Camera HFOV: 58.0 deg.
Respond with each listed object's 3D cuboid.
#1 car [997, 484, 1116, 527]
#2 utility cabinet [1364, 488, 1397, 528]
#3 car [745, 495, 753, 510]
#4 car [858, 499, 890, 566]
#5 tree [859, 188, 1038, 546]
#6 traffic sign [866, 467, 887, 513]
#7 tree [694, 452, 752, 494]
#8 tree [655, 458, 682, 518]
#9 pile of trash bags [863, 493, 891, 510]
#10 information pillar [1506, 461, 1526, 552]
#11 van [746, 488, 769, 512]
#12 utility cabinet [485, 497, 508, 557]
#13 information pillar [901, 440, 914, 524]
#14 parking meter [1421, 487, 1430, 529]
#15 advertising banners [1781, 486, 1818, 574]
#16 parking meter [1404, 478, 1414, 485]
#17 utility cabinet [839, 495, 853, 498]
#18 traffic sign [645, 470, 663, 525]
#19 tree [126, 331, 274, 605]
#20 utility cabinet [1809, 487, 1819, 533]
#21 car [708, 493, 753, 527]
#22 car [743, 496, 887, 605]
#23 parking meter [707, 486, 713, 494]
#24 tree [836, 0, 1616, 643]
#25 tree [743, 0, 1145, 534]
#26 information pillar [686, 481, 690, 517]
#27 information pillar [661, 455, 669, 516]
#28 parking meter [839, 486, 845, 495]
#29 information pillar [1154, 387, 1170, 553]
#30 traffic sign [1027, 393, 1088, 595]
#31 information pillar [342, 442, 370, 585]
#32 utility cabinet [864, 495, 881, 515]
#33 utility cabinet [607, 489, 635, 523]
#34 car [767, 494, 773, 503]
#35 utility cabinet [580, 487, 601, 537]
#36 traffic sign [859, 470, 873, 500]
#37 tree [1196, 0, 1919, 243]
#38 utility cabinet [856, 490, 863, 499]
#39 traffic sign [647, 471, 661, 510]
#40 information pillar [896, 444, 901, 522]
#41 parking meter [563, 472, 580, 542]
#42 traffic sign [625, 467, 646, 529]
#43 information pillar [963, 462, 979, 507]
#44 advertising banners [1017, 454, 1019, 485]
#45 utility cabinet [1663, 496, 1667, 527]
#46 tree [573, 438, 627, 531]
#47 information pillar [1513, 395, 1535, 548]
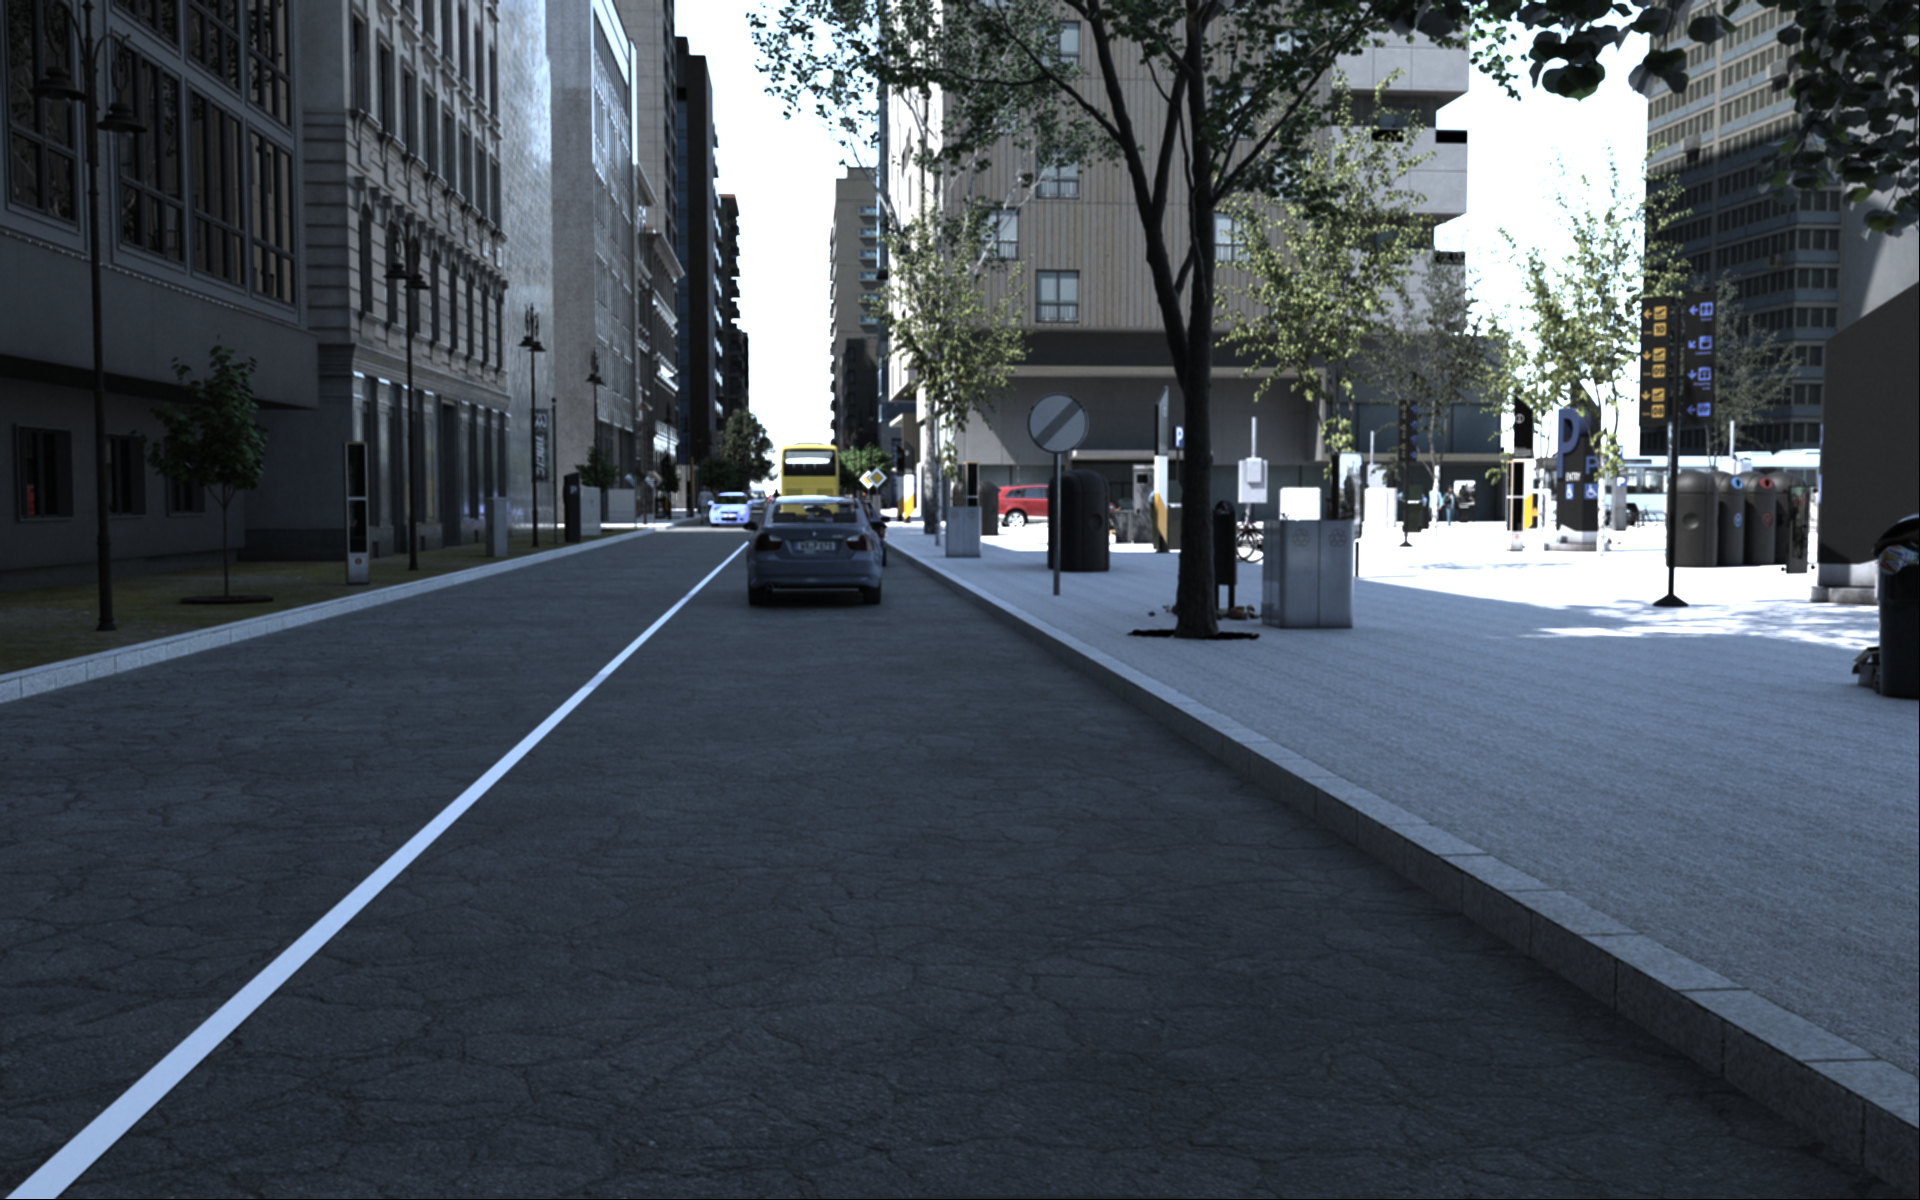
[{"bbox_3d":[3.595,-3.679,68.816,5.304,1.827,2.281,0,4,-5],"label":"car"},{"bbox_3d":[15.967,-3.491,65.749,1.173,1.500,0.318,2,4,35],"label":"utility cabinet"},{"bbox_3d":[-13.991,-5.920,108.801,2.014,1.417,4.499,0,4,-5],"label":"car"},{"bbox_3d":[-2.402,-1.417,35.747,1.945,1.354,3.894,0,4,-4],"label":"car"},{"bbox_3d":[-0.294,-5.650,42.734,4.737,8.622,4.395,0,3,0],"label":"tree"},{"bbox_3d":[-3.104,-3.732,64.658,0.795,2.450,0.064,0,4,-5],"label":"traffic sign"},{"bbox_3d":[-19.038,-9.196,134.073,4.285,4.588,4.351,0,3,0],"label":"tree"},{"bbox_3d":[-15.404,-5.981,92.391,1.663,3.219,1.824,0,3,0],"label":"tree"},{"bbox_3d":[-7.305,-8.249,144.622,1.912,1.369,3.447,-3,4,-38],"label":"pile of trash bags"},{"bbox_3d":[12.333,-2.078,38.461,0.304,2.012,0.304,0,4,-4],"label":"information pillar"},{"bbox_3d":[-14.891,-7.298,126.326,2.013,2.044,4.112,0,4,-4],"label":"van"},{"bbox_3d":[-9.555,-1.498,35.661,0.306,1.237,1.020,-2,4,-24],"label":"utility cabinet"},{"bbox_3d":[-2.201,-5.106,74.832,0.504,3.616,0.183,3,4,36],"label":"information pillar"},{"bbox_3d":[16.877,-3.337,62.967,0.372,1.533,0.369,0,3,0],"label":"parking meter"},{"bbox_3d":[14.110,-1.948,28.031,2.074,3.025,0.090,-2,4,-23],"label":"advertising banners"},{"bbox_3d":[16.454,-3.535,63.501,0.255,1.863,0.399,3,4,37],"label":"parking meter"},{"bbox_3d":[-8.096,-6.823,122.720,1.020,1.237,0.306,1,4,14],"label":"utility cabinet"},{"bbox_3d":[-12.695,-4.170,71.817,0.795,2.450,0.064,0,4,-5],"label":"traffic sign"},{"bbox_3d":[-8.712,-1.593,20.651,1.663,3.219,1.824,0,3,0],"label":"tree"},{"bbox_3d":[27.899,-2.944,56.812,1.173,1.500,0.318,2,4,29],"label":"utility cabinet"},{"bbox_3d":[-10.012,-4.051,75.832,1.945,1.707,3.694,0,4,-5],"label":"car"},{"bbox_3d":[-1.991,-0.721,23.786,2.014,1.417,4.499,0,4,-5],"label":"car"},{"bbox_3d":[-17.261,-6.976,119.773,0.399,1.863,0.255,0,4,-1],"label":"parking meter"},{"bbox_3d":[1.944,-5.468,15.150,9.928,11.665,9.643,0,3,0],"label":"tree"},{"bbox_3d":[0.507,-12.168,54.838,12.611,20.169,13.585,0,3,0],"label":"tree"},{"bbox_3d":[-14.971,-5.591,95.910,0.304,2.012,0.304,1,4,10],"label":"information pillar"},{"bbox_3d":[-17.060,-6.671,100.428,0.504,3.616,0.183,1,4,20],"label":"information pillar"},{"bbox_3d":[-8.549,-7.336,125.647,0.399,1.863,0.255,3,5,43],"label":"parking meter"},{"bbox_3d":[4.388,-2.835,37.713,0.183,3.616,0.504,2,4,32],"label":"information pillar"},{"bbox_3d":[1.227,-1.334,21.912,0.768,2.556,0.104,0,4,-2],"label":"traffic sign"},{"bbox_3d":[-8.519,-1.220,24.440,0.304,2.012,0.304,-2,4,-25],"label":"information pillar"},{"bbox_3d":[-5.380,-5.816,106.256,1.020,1.237,0.306,-2,4,-26],"label":"utility cabinet"},{"bbox_3d":[-15.014,-4.163,76.743,1.173,1.500,0.318,-1,4,-18],"label":"utility cabinet"},{"bbox_3d":[-25.512,-13.958,237.250,2.155,1.783,4.494,0,4,-7],"label":"car"},{"bbox_3d":[-11.216,-2.653,52.058,0.318,1.500,1.173,1,4,18],"label":"utility cabinet"},{"bbox_3d":[-3.836,-4.218,72.610,0.795,2.450,0.064,0,4,-5],"label":"traffic sign"},{"bbox_3d":[3.559,-5.961,4.126,9.857,13.997,8.962,0,3,0],"label":"tree"},{"bbox_3d":[-6.019,-5.840,104.162,0.318,1.500,1.173,0,4,3],"label":"utility cabinet"},{"bbox_3d":[-13.494,-4.546,76.464,0.606,2.300,0.079,0,4,-3],"label":"traffic sign"},{"bbox_3d":[-2.710,-5.469,80.775,0.504,3.616,0.183,1,4,20],"label":"information pillar"},{"bbox_3d":[-10.358,-2.476,46.188,0.399,1.863,0.255,-2,4,-34],"label":"parking meter"},{"bbox_3d":[-11.962,-3.683,63.866,0.795,2.450,0.064,0,4,-5],"label":"traffic sign"},{"bbox_3d":[0.254,-2.166,39.902,0.304,2.012,0.304,-1,4,-14],"label":"information pillar"},{"bbox_3d":[2.458,-4.784,74.409,0.090,3.025,2.074,0,4,4],"label":"advertising banners"},{"bbox_3d":[28.100,-3.464,67.795,1.020,1.237,0.306,1,4,18],"label":"utility cabinet"},{"bbox_3d":[-12.636,-3.995,59.923,1.663,3.219,1.824,0,3,0],"label":"tree"},{"bbox_3d":[13.271,-3.028,40.855,0.504,3.616,0.183,3,5,40],"label":"information pillar"}]
